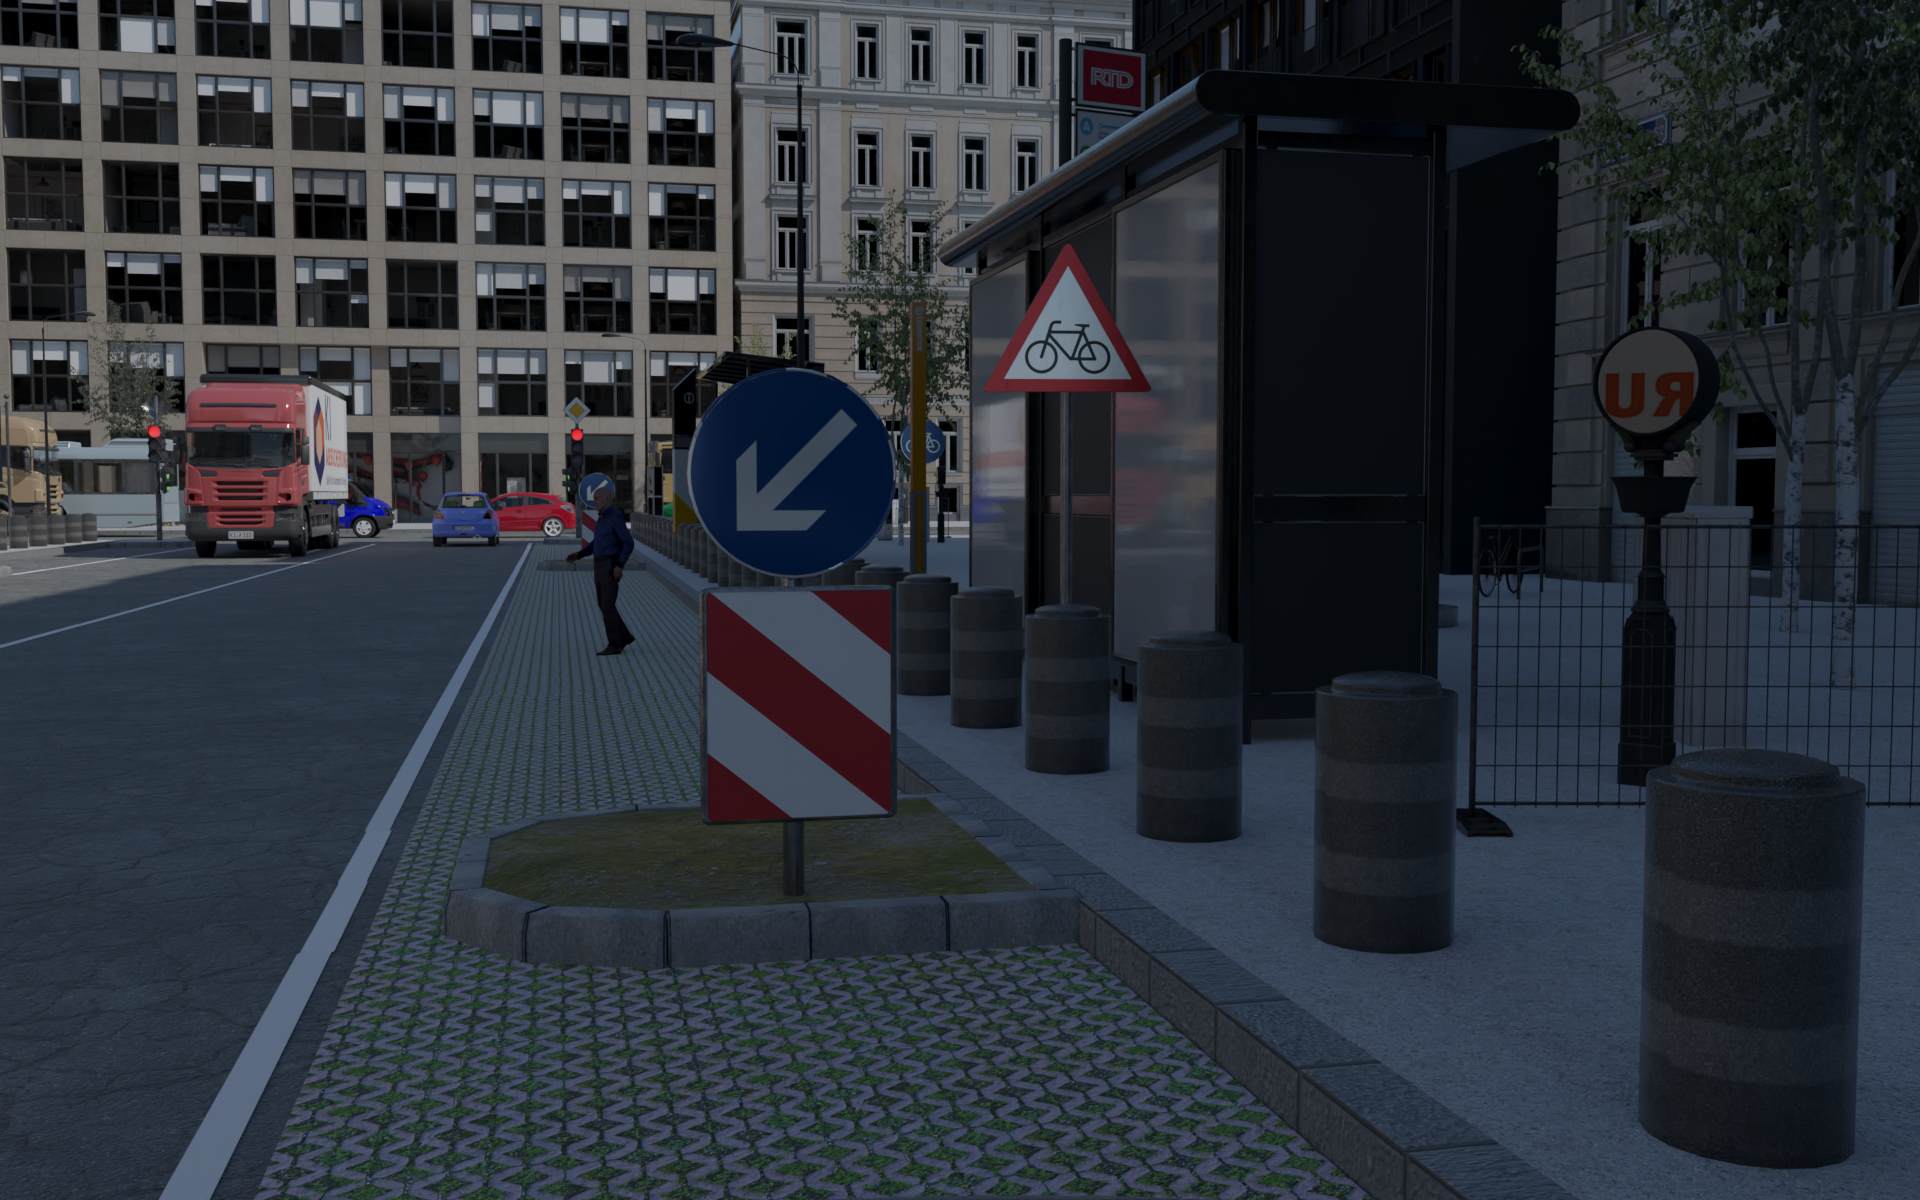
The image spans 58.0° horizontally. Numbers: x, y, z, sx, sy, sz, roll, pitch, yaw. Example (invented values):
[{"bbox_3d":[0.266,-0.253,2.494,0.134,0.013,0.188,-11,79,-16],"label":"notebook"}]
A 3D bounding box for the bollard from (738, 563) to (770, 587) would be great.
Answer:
[{"bbox_3d":[-2.376,-0.352,20.467,0.404,0.777,0.398,0,3,0],"label":"bollard"}]

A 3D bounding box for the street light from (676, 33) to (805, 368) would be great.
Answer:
[{"bbox_3d":[-2.173,-2.766,17.770,1.470,5.913,1.316,-1,4,-13],"label":"street light"}]

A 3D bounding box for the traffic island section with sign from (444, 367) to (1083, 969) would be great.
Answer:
[{"bbox_3d":[-0.795,0.150,6.182,1.989,1.847,2.006,-1,4,-13],"label":"traffic island section with sign"}]

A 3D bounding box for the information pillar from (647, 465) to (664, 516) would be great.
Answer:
[{"bbox_3d":[-7.799,-2.439,44.364,0.304,2.012,0.304,-3,5,-40],"label":"information pillar"}]

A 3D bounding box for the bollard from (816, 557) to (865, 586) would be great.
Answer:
[{"bbox_3d":[-0.934,0.028,14.264,0.404,0.777,0.398,0,3,0],"label":"bollard"}]

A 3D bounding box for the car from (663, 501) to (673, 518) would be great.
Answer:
[{"bbox_3d":[-7.480,-2.790,54.416,4.718,1.807,1.959,-1,4,-11],"label":"car"}]

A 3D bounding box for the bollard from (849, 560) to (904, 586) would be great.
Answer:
[{"bbox_3d":[-0.566,0.123,12.699,0.404,0.777,0.398,0,3,0],"label":"bollard"}]

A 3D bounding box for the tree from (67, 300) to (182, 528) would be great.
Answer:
[{"bbox_3d":[-31.301,-7.037,65.421,4.360,8.622,3.978,0,3,0],"label":"tree"}]

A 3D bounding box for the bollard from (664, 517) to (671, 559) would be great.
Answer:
[{"bbox_3d":[-5.608,-1.200,34.340,0.404,0.777,0.398,0,3,0],"label":"bollard"}]

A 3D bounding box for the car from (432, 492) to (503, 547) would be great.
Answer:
[{"bbox_3d":[-13.809,-2.379,48.493,1.945,1.707,3.694,-1,4,-13],"label":"car"}]

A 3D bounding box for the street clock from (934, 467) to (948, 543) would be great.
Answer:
[{"bbox_3d":[-0.499,-2.511,45.623,0.358,2.002,0.471,0,4,-6],"label":"street clock"}]

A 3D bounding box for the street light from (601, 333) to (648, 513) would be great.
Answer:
[{"bbox_3d":[-9.642,-4.749,50.191,1.470,5.913,1.316,-1,4,-13],"label":"street light"}]

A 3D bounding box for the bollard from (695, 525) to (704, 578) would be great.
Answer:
[{"bbox_3d":[-3.811,-0.729,26.643,0.404,0.777,0.398,0,3,0],"label":"bollard"}]

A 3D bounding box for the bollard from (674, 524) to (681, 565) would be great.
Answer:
[{"bbox_3d":[-4.892,-1.012,31.265,0.404,0.777,0.398,0,3,0],"label":"bollard"}]

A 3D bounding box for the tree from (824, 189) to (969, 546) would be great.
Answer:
[{"bbox_3d":[-1.237,-5.660,42.900,4.737,8.622,4.395,0,3,0],"label":"tree"}]

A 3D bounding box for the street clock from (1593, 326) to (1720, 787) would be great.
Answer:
[{"bbox_3d":[3.039,-0.186,7.608,0.471,2.002,0.358,3,5,43],"label":"street clock"}]

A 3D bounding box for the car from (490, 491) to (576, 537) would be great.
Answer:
[{"bbox_3d":[-14.923,-2.948,57.234,4.494,1.783,2.155,-1,4,-12],"label":"car"}]

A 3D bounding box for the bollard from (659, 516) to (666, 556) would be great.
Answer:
[{"bbox_3d":[-5.964,-1.294,35.882,0.404,0.777,0.398,0,3,0],"label":"bollard"}]

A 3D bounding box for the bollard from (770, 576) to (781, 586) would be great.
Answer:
[{"bbox_3d":[-1.653,-0.162,17.365,0.404,0.777,0.398,0,3,0],"label":"bollard"}]

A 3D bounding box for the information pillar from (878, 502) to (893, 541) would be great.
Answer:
[{"bbox_3d":[-2.061,-2.645,47.746,0.304,2.012,0.304,3,5,44],"label":"information pillar"}]

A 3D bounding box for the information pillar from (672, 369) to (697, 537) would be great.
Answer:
[{"bbox_3d":[-5.122,-2.504,32.288,0.504,3.616,0.183,-3,5,-39],"label":"information pillar"}]

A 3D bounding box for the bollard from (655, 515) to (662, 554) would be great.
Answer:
[{"bbox_3d":[-6.324,-1.389,37.420,0.404,0.777,0.398,0,3,0],"label":"bollard"}]

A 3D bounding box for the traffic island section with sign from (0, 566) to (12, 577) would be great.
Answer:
[{"bbox_3d":[-17.552,-1.294,29.777,1.989,1.847,2.006,-1,4,-13],"label":"traffic island section with sign"}]

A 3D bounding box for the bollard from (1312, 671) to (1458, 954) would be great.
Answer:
[{"bbox_3d":[1.226,0.594,5.003,0.404,0.777,0.398,0,3,0],"label":"bollard"}]

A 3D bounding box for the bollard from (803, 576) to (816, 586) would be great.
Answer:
[{"bbox_3d":[-1.295,-0.068,15.827,0.404,0.777,0.398,0,3,0],"label":"bollard"}]

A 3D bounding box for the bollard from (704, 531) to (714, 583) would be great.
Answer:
[{"bbox_3d":[-3.457,-0.635,25.100,0.404,0.777,0.398,0,3,0],"label":"bollard"}]

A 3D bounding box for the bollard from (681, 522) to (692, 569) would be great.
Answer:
[{"bbox_3d":[-4.532,-0.918,29.728,0.404,0.777,0.398,0,3,0],"label":"bollard"}]

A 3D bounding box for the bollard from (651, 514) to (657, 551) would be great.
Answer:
[{"bbox_3d":[-6.682,-1.483,38.972,0.404,0.777,0.398,0,3,0],"label":"bollard"}]

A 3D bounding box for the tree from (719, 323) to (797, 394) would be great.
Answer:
[{"bbox_3d":[-8.131,-7.559,73.944,4.737,8.622,4.395,0,3,0],"label":"tree"}]

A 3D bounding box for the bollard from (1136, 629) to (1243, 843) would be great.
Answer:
[{"bbox_3d":[0.866,0.500,6.540,0.404,0.777,0.398,0,3,0],"label":"bollard"}]

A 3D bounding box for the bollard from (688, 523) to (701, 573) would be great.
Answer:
[{"bbox_3d":[-4.170,-0.823,28.180,0.404,0.777,0.398,0,3,0],"label":"bollard"}]

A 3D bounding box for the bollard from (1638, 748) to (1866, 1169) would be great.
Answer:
[{"bbox_3d":[1.580,0.688,3.465,0.404,0.777,0.398,0,3,0],"label":"bollard"}]

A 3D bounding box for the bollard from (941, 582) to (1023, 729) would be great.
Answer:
[{"bbox_3d":[0.147,0.311,9.624,0.404,0.777,0.398,0,3,0],"label":"bollard"}]

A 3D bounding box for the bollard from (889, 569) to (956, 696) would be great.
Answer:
[{"bbox_3d":[-0.208,0.217,11.162,0.404,0.777,0.398,0,3,0],"label":"bollard"}]

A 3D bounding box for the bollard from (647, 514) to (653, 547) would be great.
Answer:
[{"bbox_3d":[-7.040,-1.578,40.509,0.404,0.777,0.398,0,3,0],"label":"bollard"}]

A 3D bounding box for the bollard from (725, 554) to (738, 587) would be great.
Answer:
[{"bbox_3d":[-2.738,-0.446,22.017,0.404,0.777,0.398,0,3,0],"label":"bollard"}]

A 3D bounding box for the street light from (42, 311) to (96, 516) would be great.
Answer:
[{"bbox_3d":[-22.657,-4.374,44.056,1.470,5.913,1.316,-1,4,-13],"label":"street light"}]

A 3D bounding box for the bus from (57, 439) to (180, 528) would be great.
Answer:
[{"bbox_3d":[-33.095,-3.800,56.991,13.247,3.499,2.948,-1,4,-14],"label":"bus"}]

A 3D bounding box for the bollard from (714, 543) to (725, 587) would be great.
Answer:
[{"bbox_3d":[-3.094,-0.541,23.564,0.404,0.777,0.398,0,3,0],"label":"bollard"}]

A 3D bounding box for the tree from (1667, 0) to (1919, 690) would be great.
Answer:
[{"bbox_3d":[5.882,-3.704,10.926,4.360,8.622,3.978,0,3,0],"label":"tree"}]

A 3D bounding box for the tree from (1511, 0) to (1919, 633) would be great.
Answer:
[{"bbox_3d":[7.640,-4.019,16.076,4.737,8.622,4.395,0,3,0],"label":"tree"}]

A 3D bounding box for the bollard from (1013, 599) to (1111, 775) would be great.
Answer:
[{"bbox_3d":[0.503,0.406,8.086,0.404,0.777,0.398,0,3,0],"label":"bollard"}]

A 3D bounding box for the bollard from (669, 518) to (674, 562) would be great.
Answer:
[{"bbox_3d":[-5.249,-1.106,32.803,0.404,0.777,0.398,0,3,0],"label":"bollard"}]
